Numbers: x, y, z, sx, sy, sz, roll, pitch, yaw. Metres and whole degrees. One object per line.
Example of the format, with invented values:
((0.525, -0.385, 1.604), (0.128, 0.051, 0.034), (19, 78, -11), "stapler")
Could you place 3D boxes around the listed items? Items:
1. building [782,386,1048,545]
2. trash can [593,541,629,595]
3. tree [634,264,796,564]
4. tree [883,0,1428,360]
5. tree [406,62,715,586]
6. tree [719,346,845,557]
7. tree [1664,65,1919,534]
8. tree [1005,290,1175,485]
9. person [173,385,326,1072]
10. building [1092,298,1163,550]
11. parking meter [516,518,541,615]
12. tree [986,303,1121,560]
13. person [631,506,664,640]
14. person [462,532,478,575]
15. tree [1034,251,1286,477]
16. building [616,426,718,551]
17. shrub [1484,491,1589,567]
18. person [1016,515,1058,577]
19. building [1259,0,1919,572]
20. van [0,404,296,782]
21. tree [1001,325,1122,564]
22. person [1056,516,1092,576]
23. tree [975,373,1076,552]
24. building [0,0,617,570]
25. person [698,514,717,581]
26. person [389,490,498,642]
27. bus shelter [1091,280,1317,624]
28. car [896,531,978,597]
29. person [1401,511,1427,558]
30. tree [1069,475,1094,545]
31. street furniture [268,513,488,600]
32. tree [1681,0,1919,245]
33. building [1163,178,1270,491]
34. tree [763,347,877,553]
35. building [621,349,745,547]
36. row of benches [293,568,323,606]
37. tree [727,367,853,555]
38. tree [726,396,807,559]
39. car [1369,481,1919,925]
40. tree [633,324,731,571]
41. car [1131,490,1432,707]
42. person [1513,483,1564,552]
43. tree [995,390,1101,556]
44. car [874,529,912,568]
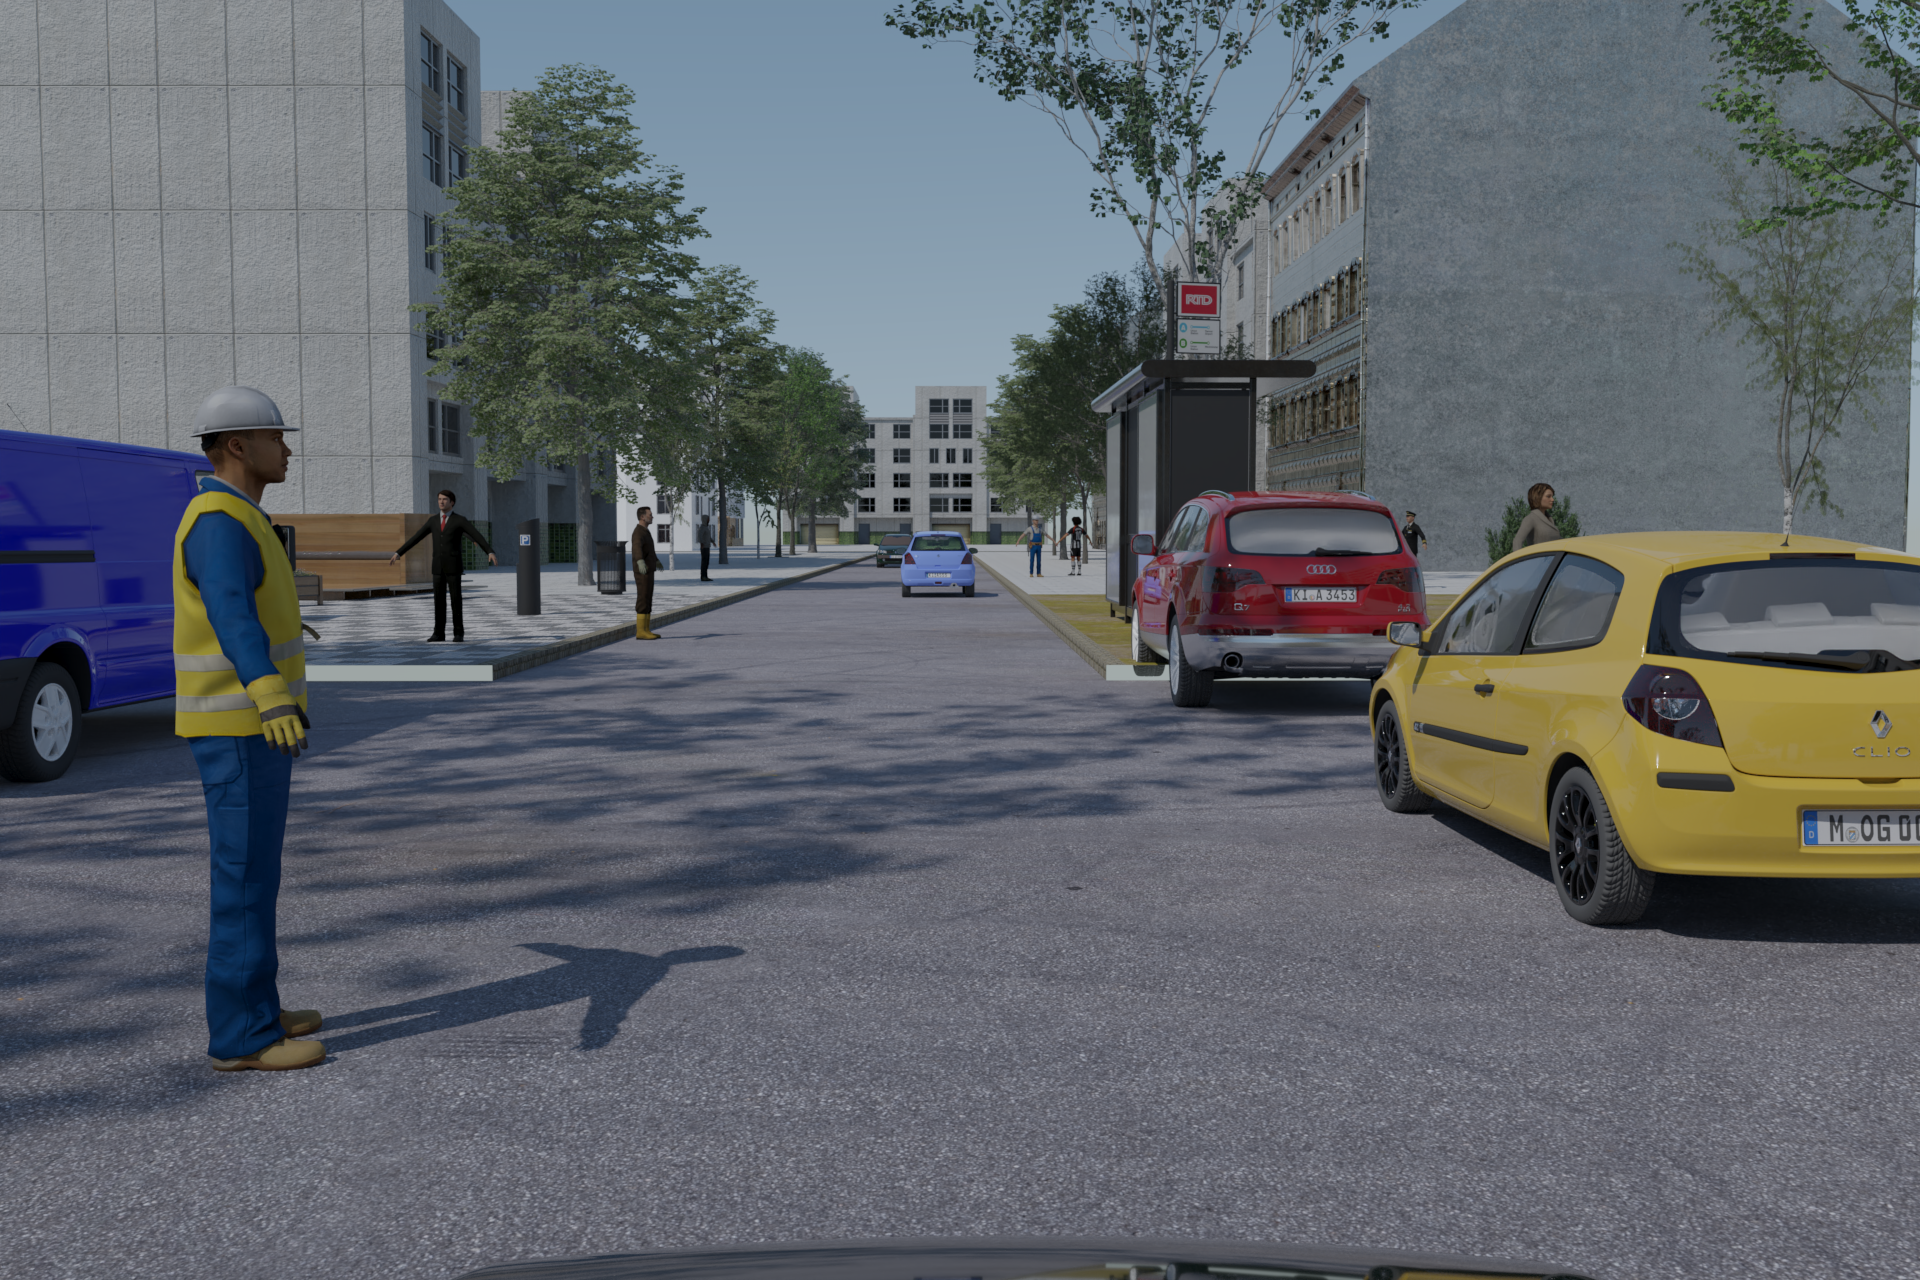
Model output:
((-5.413, -21.072, 213.437), (31.486, 18.905, 16.747), (0, 4, -1), "building")
((-7.389, -1.533, 36.715), (0.748, 1.137, 0.748), (0, 3, 0), "trash can")
((-10.363, -9.487, 73.247), (7.486, 12.596, 7.792), (0, 3, 0), "tree")
((4.443, -11.406, 42.376), (12.611, 20.169, 13.585), (0, 3, 0), "tree")
((-9.673, -7.610, 42.548), (7.486, 12.596, 7.792), (0, 3, 0), "tree")
((-9.861, -10.354, 95.049), (9.928, 11.665, 9.643), (0, 3, 0), "tree")
((13.236, -4.752, 28.055), (4.360, 8.622, 3.978), (0, 3, 0), "tree")
((5.838, -7.962, 64.589), (8.767, 10.594, 7.601), (0, 4, 4), "tree")
((-1.924, 0.225, 4.745), (0.705, 1.833, 1.349), (-1, 4, -22), "person")
((20.787, -18.873, 139.495), (19.493, 23.208, 18.063), (0, 4, -1), "building")
((-6.851, -1.167, 27.486), (0.372, 1.533, 0.369), (0, 3, 0), "parking meter")
((5.152, -10.214, 85.128), (7.486, 12.596, 7.792), (0, 3, 0), "tree")
((-4.256, -0.914, 23.545), (0.704, 1.812, 1.346), (0, 4, 0), "person")
((-15.661, -2.918, 53.934), (1.346, 1.802, 0.704), (1, 4, 18), "person")
((6.383, -7.456, 56.325), (8.767, 10.594, 7.601), (1, 4, 11), "tree")
((-24.961, -12.522, 146.881), (9.099, 9.664, 28.070), (0, 4, 0), "building")
((9.306, -1.457, 27.870), (1.661, 2.075, 1.752), (0, 3, 0), "shrub")
((2.252, -2.783, 51.360), (1.347, 1.847, 0.705), (-1, 4, -20), "person")
((22.809, -14.445, 67.101), (19.493, 23.208, 18.063), (0, 4, 0), "building")
((-6.193, -0.444, 11.649), (2.240, 2.365, 5.245), (0, 4, -1), "van")
((5.584, -8.564, 74.428), (8.767, 10.594, 7.601), (2, 4, 32), "tree")
((3.555, -2.887, 53.341), (1.345, 1.843, 0.704), (-2, 4, -30), "person")
((4.516, -12.480, 122.182), (7.486, 12.596, 7.792), (0, 3, 0), "tree")
((-25.407, -12.419, 69.502), (16.747, 18.905, 31.486), (0, 4, 0), "building")
((-6.889, -2.501, 47.024), (0.705, 1.813, 1.348), (0, 4, 8), "person")
((-6.110, -0.881, 20.596), (1.347, 1.806, 0.705), (0, 4, 8), "person")
((3.144, -2.905, 25.131), (2.179, 5.291, 8.768), (0, 4, -1), "bus shelter")
((-0.533, -1.889, 40.477), (1.945, 1.707, 3.694), (0, 4, -2), "car")
((10.690, -2.157, 41.196), (0.705, 1.837, 1.347), (-2, 4, -25), "person")
((16.032, -17.317, 208.882), (9.928, 11.665, 9.643), (0, 3, 0), "tree")
((-15.062, -1.882, 37.633), (11.010, 1.723, 9.812), (0, 4, 3), "street furniture")
((9.282, -5.439, 14.682), (9.928, 11.665, 9.643), (0, 3, 0), "tree")
((21.528, -13.973, 94.919), (16.747, 18.905, 31.486), (0, 4, -1), "building")
((-9.985, -12.894, 117.475), (9.857, 13.997, 8.962), (0, 3, 0), "tree")
((-28.287, -19.536, 175.828), (16.016, 20.090, 11.380), (0, 4, -1), "building")
((-12.446, -0.857, 29.480), (1.422, 0.672, 4.104), (1, 4, 23), "row of benches")
((-10.380, -11.022, 105.958), (9.928, 11.665, 9.643), (0, 3, 0), "tree")
((-10.102, -8.455, 88.598), (4.737, 8.622, 4.395), (0, 3, 0), "tree")
((3.073, 0.149, 7.791), (2.015, 1.641, 3.980), (0, 4, -1), "car")
((-10.236, -6.697, 59.863), (4.360, 8.622, 3.978), (0, 3, 0), "tree")
((2.774, -0.441, 15.892), (2.281, 1.827, 5.304), (0, 4, 0), "car")
((5.278, -0.536, 15.521), (1.215, 1.744, 0.721), (-3, 5, -43), "person")
((5.363, -10.280, 102.482), (8.767, 10.594, 7.601), (3, 5, 43), "tree")
((-2.698, -3.971, 74.710), (2.009, 1.686, 4.222), (0, 4, 0), "car")
